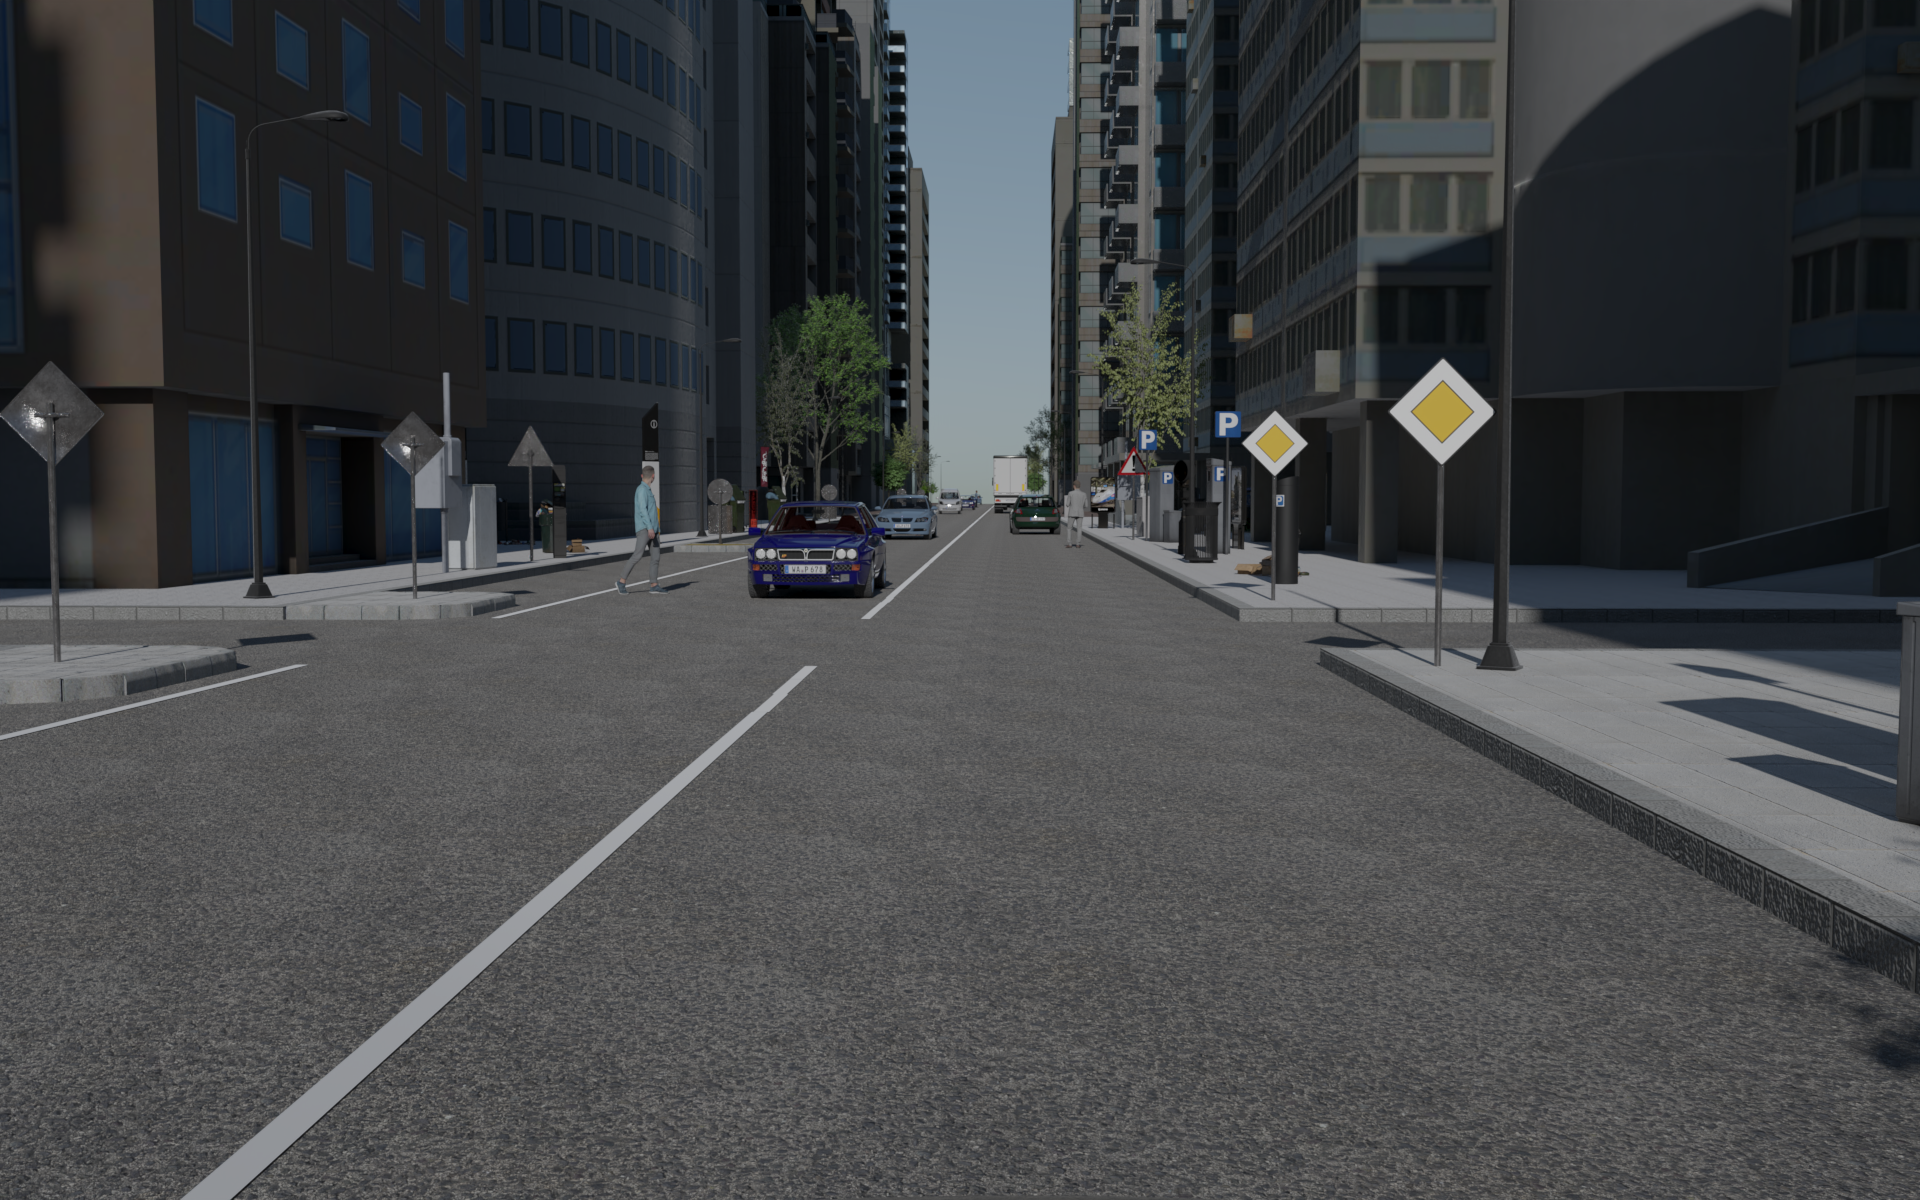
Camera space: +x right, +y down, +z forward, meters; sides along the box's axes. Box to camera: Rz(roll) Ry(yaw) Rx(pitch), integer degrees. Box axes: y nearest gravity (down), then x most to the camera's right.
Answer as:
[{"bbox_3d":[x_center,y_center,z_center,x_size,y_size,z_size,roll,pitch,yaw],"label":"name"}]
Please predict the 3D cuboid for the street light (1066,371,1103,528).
[{"bbox_3d":[4.817,-5.670,65.241,1.470,5.913,1.316,0,4,2],"label":"street light"}]

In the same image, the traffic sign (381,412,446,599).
[{"bbox_3d":[-6.665,-1.070,21.134,0.795,2.450,0.064,0,4,2],"label":"traffic sign"}]

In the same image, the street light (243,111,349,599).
[{"bbox_3d":[-8.105,-2.974,21.162,1.470,5.913,1.316,0,4,2],"label":"street light"}]

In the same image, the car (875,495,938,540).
[{"bbox_3d":[-1.689,-2.676,55.752,2.014,1.417,4.499,0,4,3],"label":"car"}]

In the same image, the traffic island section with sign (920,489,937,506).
[{"bbox_3d":[-3.252,-8.505,147.691,1.989,1.847,2.006,0,4,2],"label":"traffic island section with sign"}]

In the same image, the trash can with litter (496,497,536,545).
[{"bbox_3d":[-11.435,-2.007,43.877,2.233,1.210,1.678,1,4,20],"label":"trash can with litter"}]

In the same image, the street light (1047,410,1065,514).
[{"bbox_3d":[5.694,-7.546,95.916,1.470,5.913,1.316,0,4,2],"label":"street light"}]

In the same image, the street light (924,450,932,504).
[{"bbox_3d":[-3.740,-12.731,180.686,1.470,5.913,1.316,0,4,2],"label":"street light"}]

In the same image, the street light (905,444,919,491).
[{"bbox_3d":[-4.463,-11.438,159.556,1.470,5.913,1.316,0,4,2],"label":"street light"}]

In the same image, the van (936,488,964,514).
[{"bbox_3d":[-0.735,-7.180,124.406,2.013,2.044,4.112,0,3,0],"label":"van"}]

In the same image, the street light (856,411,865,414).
[{"bbox_3d":[-6.056,-7.644,97.521,1.470,5.913,1.316,0,4,2],"label":"street light"}]

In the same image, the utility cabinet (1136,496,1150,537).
[{"bbox_3d":[5.568,-2.529,52.503,0.306,1.237,1.020,0,4,-4],"label":"utility cabinet"}]

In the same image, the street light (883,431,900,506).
[{"bbox_3d":[-5.144,-9.537,128.469,1.470,5.913,1.316,0,4,2],"label":"street light"}]

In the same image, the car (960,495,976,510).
[{"bbox_3d":[0.516,-8.783,156.186,1.945,1.354,3.894,0,4,1],"label":"car"}]

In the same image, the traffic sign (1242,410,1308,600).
[{"bbox_3d":[3.774,-1.051,20.830,0.795,2.450,0.064,0,4,2],"label":"traffic sign"}]

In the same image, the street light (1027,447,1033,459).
[{"bbox_3d":[7.687,-12.176,171.622,1.470,5.913,1.316,0,4,2],"label":"street light"}]

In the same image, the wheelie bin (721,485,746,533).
[{"bbox_3d":[-7.507,-3.005,57.039,0.693,1.594,0.980,1,4,21],"label":"wheelie bin"}]

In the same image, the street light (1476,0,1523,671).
[{"bbox_3d":[3.424,-2.448,12.562,1.470,5.913,1.316,0,4,2],"label":"street light"}]

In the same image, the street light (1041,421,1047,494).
[{"bbox_3d":[6.060,-8.371,109.405,1.470,5.913,1.316,0,4,2],"label":"street light"}]

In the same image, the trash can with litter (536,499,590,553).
[{"bbox_3d":[-8.672,-1.617,37.817,1.055,1.170,0.624,-2,4,-29],"label":"trash can with litter"}]

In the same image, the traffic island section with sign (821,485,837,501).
[{"bbox_3d":[-5.334,-3.817,71.038,1.989,1.847,2.006,0,4,2],"label":"traffic island section with sign"}]

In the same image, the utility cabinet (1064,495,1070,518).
[{"bbox_3d":[5.966,-5.042,93.603,0.306,1.237,1.020,2,4,27],"label":"utility cabinet"}]

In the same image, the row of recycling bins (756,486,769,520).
[{"bbox_3d":[-10.754,-4.824,85.983,3.534,1.692,1.069,3,5,41],"label":"row of recycling bins"}]

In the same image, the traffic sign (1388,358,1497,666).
[{"bbox_3d":[3.557,-0.563,12.848,0.795,2.450,0.064,0,4,2],"label":"traffic sign"}]

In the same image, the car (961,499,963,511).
[{"bbox_3d":[-0.696,-8.346,146.245,2.009,1.686,4.222,0,4,3],"label":"car"}]

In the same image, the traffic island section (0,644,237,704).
[{"bbox_3d":[-6.907,0.555,13.214,2.009,0.180,2.903,0,4,2],"label":"traffic island section"}]

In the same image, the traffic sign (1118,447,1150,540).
[{"bbox_3d":[4.828,-2.946,48.178,0.884,2.594,0.081,0,4,7],"label":"traffic sign"}]

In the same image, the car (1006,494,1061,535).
[{"bbox_3d":[2.692,-3.225,62.516,2.009,1.686,4.222,0,4,0],"label":"car"}]

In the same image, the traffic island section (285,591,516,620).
[{"bbox_3d":[-6.689,0.066,21.196,2.009,0.180,2.903,0,4,2],"label":"traffic island section"}]

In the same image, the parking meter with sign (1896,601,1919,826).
[{"bbox_3d":[4.522,-0.647,6.844,1.738,3.016,0.543,-1,4,-23],"label":"parking meter with sign"}]

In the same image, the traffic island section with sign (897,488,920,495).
[{"bbox_3d":[-3.997,-6.818,120.096,1.989,1.847,2.006,0,4,2],"label":"traffic island section with sign"}]

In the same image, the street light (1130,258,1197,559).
[{"bbox_3d":[4.051,-3.774,34.247,1.470,5.913,1.316,0,4,2],"label":"street light"}]

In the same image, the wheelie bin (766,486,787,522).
[{"bbox_3d":[-7.467,-3.814,70.263,0.693,1.594,0.980,1,4,20],"label":"wheelie bin"}]

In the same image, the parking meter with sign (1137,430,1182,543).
[{"bbox_3d":[5.373,-3.058,46.255,0.543,3.016,1.738,-1,4,-21],"label":"parking meter with sign"}]

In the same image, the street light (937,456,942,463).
[{"bbox_3d":[-3.007,-14.607,211.365,1.470,5.913,1.316,0,4,2],"label":"street light"}]

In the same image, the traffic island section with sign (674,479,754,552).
[{"bbox_3d":[-6.074,-2.147,43.738,1.989,1.847,2.006,0,4,2],"label":"traffic island section with sign"}]

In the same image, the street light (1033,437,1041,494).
[{"bbox_3d":[6.914,-10.274,140.525,1.470,5.913,1.316,0,4,2],"label":"street light"}]

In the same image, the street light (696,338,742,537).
[{"bbox_3d":[-7.212,-4.850,51.837,1.470,5.913,1.316,0,4,2],"label":"street light"}]

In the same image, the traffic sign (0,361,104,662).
[{"bbox_3d":[-6.883,-0.582,13.152,0.795,2.450,0.064,0,4,2],"label":"traffic sign"}]

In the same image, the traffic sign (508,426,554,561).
[{"bbox_3d":[-8.170,-2.016,32.973,0.884,2.594,0.081,0,4,2],"label":"traffic sign"}]

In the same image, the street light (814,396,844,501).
[{"bbox_3d":[-6.377,-6.726,82.513,1.470,5.913,1.316,0,4,2],"label":"street light"}]

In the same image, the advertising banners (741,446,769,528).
[{"bbox_3d":[-7.570,-4.094,63.116,0.090,3.025,2.074,2,4,31],"label":"advertising banners"}]

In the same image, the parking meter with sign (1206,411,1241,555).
[{"bbox_3d":[5.608,-2.516,37.394,0.543,3.016,1.738,0,4,-2],"label":"parking meter with sign"}]

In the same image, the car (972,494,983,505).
[{"bbox_3d":[2.149,-13.875,238.865,2.014,1.417,4.499,0,4,1],"label":"car"}]

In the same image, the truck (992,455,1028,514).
[{"bbox_3d":[3.789,-8.677,130.778,2.839,4.237,11.283,0,4,2],"label":"truck"}]

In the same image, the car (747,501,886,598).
[{"bbox_3d":[-2.019,-0.764,25.064,1.945,1.354,3.894,0,4,1],"label":"car"}]
